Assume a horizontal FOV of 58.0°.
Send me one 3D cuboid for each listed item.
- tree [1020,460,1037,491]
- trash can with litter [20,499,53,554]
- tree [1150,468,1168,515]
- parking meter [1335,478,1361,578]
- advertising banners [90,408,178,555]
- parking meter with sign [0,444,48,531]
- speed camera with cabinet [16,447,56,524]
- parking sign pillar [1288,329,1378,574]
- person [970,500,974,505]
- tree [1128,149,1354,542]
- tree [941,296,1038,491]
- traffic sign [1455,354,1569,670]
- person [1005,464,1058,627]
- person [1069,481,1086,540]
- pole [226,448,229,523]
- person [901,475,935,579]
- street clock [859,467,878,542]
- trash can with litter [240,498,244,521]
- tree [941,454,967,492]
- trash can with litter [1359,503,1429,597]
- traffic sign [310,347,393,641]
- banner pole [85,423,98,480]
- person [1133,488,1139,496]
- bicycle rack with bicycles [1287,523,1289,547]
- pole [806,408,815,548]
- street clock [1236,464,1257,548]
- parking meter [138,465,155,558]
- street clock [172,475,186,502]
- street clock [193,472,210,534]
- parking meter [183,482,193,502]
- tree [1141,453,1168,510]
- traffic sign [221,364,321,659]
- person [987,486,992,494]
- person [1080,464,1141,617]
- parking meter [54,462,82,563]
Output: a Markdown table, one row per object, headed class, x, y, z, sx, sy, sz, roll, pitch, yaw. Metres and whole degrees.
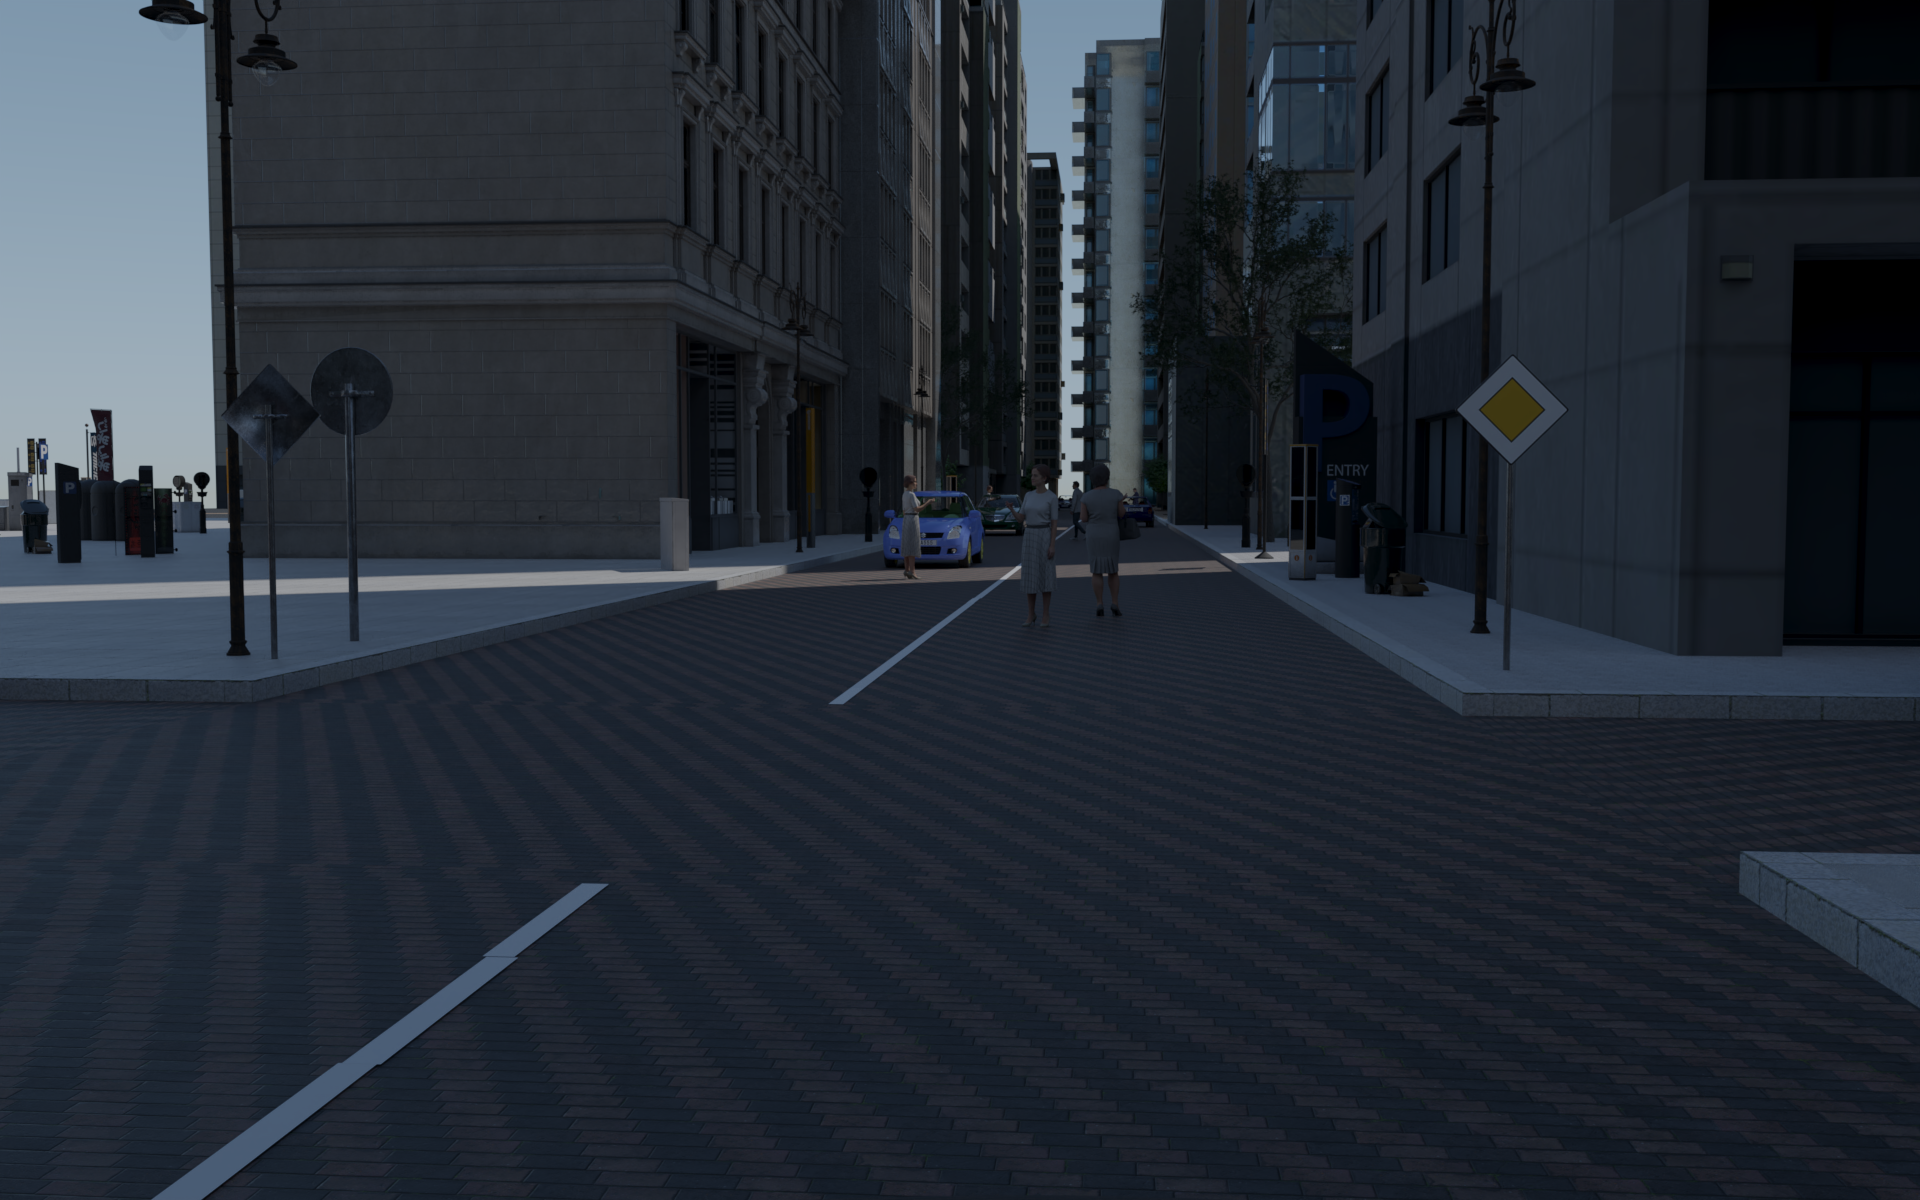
| class | x | y | z | sx | sy | sz | roll | pitch | yaw |
| --- | --- | --- | --- | --- | --- | --- | --- | --- | --- |
| tree | 6.903 | -11.116 | 165.464 | 4.285 | 4.588 | 4.351 | 0 | 3 | 0 |
| trash can with litter | -19.858 | -1.591 | 37.406 | 0.624 | 1.170 | 1.055 | -3 | 5 | -45 |
| tree | 12.982 | -6.801 | 105.791 | 1.663 | 3.219 | 1.824 | 0 | 3 | 0 |
| parking meter | 5.944 | -1.108 | 26.526 | 0.372 | 1.533 | 0.369 | 0 | 3 | 0 |
| advertising banners | -17.350 | -2.459 | 36.400 | 0.090 | 3.025 | 2.074 | 2 | 4 | 24 |
| parking meter with sign | -32.737 | -3.920 | 60.346 | 1.738 | 3.016 | 0.543 | 0 | 4 | 1 |
| speed camera with cabinet | -39.448 | -4.874 | 74.021 | 2.038 | 3.252 | 0.660 | -2 | 4 | -32 |
| parking sign pillar | 6.123 | -2.436 | 28.302 | 1.447 | 3.967 | 1.447 | 0 | 4 | -2 |
| person | 0.237 | -2.270 | 50.299 | 0.352 | 1.250 | 0.332 | 1 | 4 | 13 |
| tree | 8.372 | -6.834 | 46.154 | 8.767 | 10.594 | 7.601 | 1 | 4 | 17 |
| tree | -0.585 | -8.839 | 78.922 | 8.767 | 10.594 | 7.601 | 0 | 4 | 5 |
| traffic sign | 3.977 | -0.545 | 12.552 | 0.795 | 2.450 | 0.064 | 0 | 4 | 5 |
| person | 0.790 | -0.586 | 18.658 | 0.480 | 1.755 | 0.524 | 2 | 4 | 30 |
| person | 3.716 | -2.783 | 53.842 | 0.795 | 1.843 | 0.661 | 2 | 4 | 34 |
| pole | -32.297 | -5.058 | 76.546 | 0.158 | 3.312 | 0.155 | 0 | 3 | 0 |
| person | -0.738 | -1.229 | 29.161 | 0.524 | 1.755 | 0.480 | -2 | 4 | -27 |
| street clock | -2.453 | -2.560 | 46.432 | 0.471 | 2.002 | 0.358 | -1 | 4 | -11 |
| trash can with litter | -23.023 | -2.716 | 55.792 | 0.624 | 1.170 | 1.055 | -1 | 4 | -19 |
| tree | -0.471 | -5.483 | 84.255 | 1.663 | 3.219 | 1.824 | 0 | 3 | 0 |
| trash can with litter | 5.580 | -0.654 | 22.078 | 0.624 | 1.170 | 1.055 | -2 | 4 | -25 |
| traffic sign | -5.287 | -0.914 | 15.044 | 0.768 | 2.556 | 0.104 | 1 | 4 | 9 |
| banner pole | -30.917 | -4.387 | 61.738 | 0.401 | 3.779 | 0.863 | 1 | 4 | 11 |
| person | 9.400 | -5.197 | 93.916 | 0.568 | 1.767 | 0.683 | 1 | 4 | 20 |
| bicycle rack with bicycles | 9.476 | -1.773 | 42.371 | 2.925 | 0.926 | 2.852 | -3 | 5 | -45 |
| pole | -3.549 | -2.893 | 41.143 | 0.158 | 3.312 | 0.155 | 0 | 3 | 0 |
| street clock | 6.854 | -2.256 | 41.453 | 0.471 | 2.002 | 0.358 | 1 | 4 | 21 |
| parking meter | -16.448 | -1.793 | 35.033 | 0.255 | 1.863 | 0.399 | -1 | 4 | -22 |
| street clock | -30.041 | -3.798 | 66.669 | 0.471 | 2.002 | 0.358 | 2 | 4 | 28 |
| street clock | -24.564 | -3.155 | 56.153 | 0.471 | 2.002 | 0.358 | -2 | 4 | -34 |
| parking meter | -37.305 | -4.772 | 83.730 | 0.399 | 1.863 | 0.255 | 2 | 4 | 27 |
| tree | 15.956 | -9.398 | 137.363 | 4.285 | 4.588 | 4.351 | 0 | 3 | 0 |
| traffic sign | -5.328 | -0.597 | 13.407 | 0.795 | 2.450 | 0.064 | 0 | 4 | 5 |
| person | 1.258 | -3.625 | 68.343 | 0.524 | 1.755 | 0.480 | 0 | 4 | -3 |
| person | 1.769 | -0.705 | 20.390 | 0.716 | 1.782 | 0.532 | 0 | 4 | 4 |
| parking meter | -16.580 | -1.622 | 32.229 | 0.399 | 1.863 | 0.255 | -3 | 5 | -45 |
